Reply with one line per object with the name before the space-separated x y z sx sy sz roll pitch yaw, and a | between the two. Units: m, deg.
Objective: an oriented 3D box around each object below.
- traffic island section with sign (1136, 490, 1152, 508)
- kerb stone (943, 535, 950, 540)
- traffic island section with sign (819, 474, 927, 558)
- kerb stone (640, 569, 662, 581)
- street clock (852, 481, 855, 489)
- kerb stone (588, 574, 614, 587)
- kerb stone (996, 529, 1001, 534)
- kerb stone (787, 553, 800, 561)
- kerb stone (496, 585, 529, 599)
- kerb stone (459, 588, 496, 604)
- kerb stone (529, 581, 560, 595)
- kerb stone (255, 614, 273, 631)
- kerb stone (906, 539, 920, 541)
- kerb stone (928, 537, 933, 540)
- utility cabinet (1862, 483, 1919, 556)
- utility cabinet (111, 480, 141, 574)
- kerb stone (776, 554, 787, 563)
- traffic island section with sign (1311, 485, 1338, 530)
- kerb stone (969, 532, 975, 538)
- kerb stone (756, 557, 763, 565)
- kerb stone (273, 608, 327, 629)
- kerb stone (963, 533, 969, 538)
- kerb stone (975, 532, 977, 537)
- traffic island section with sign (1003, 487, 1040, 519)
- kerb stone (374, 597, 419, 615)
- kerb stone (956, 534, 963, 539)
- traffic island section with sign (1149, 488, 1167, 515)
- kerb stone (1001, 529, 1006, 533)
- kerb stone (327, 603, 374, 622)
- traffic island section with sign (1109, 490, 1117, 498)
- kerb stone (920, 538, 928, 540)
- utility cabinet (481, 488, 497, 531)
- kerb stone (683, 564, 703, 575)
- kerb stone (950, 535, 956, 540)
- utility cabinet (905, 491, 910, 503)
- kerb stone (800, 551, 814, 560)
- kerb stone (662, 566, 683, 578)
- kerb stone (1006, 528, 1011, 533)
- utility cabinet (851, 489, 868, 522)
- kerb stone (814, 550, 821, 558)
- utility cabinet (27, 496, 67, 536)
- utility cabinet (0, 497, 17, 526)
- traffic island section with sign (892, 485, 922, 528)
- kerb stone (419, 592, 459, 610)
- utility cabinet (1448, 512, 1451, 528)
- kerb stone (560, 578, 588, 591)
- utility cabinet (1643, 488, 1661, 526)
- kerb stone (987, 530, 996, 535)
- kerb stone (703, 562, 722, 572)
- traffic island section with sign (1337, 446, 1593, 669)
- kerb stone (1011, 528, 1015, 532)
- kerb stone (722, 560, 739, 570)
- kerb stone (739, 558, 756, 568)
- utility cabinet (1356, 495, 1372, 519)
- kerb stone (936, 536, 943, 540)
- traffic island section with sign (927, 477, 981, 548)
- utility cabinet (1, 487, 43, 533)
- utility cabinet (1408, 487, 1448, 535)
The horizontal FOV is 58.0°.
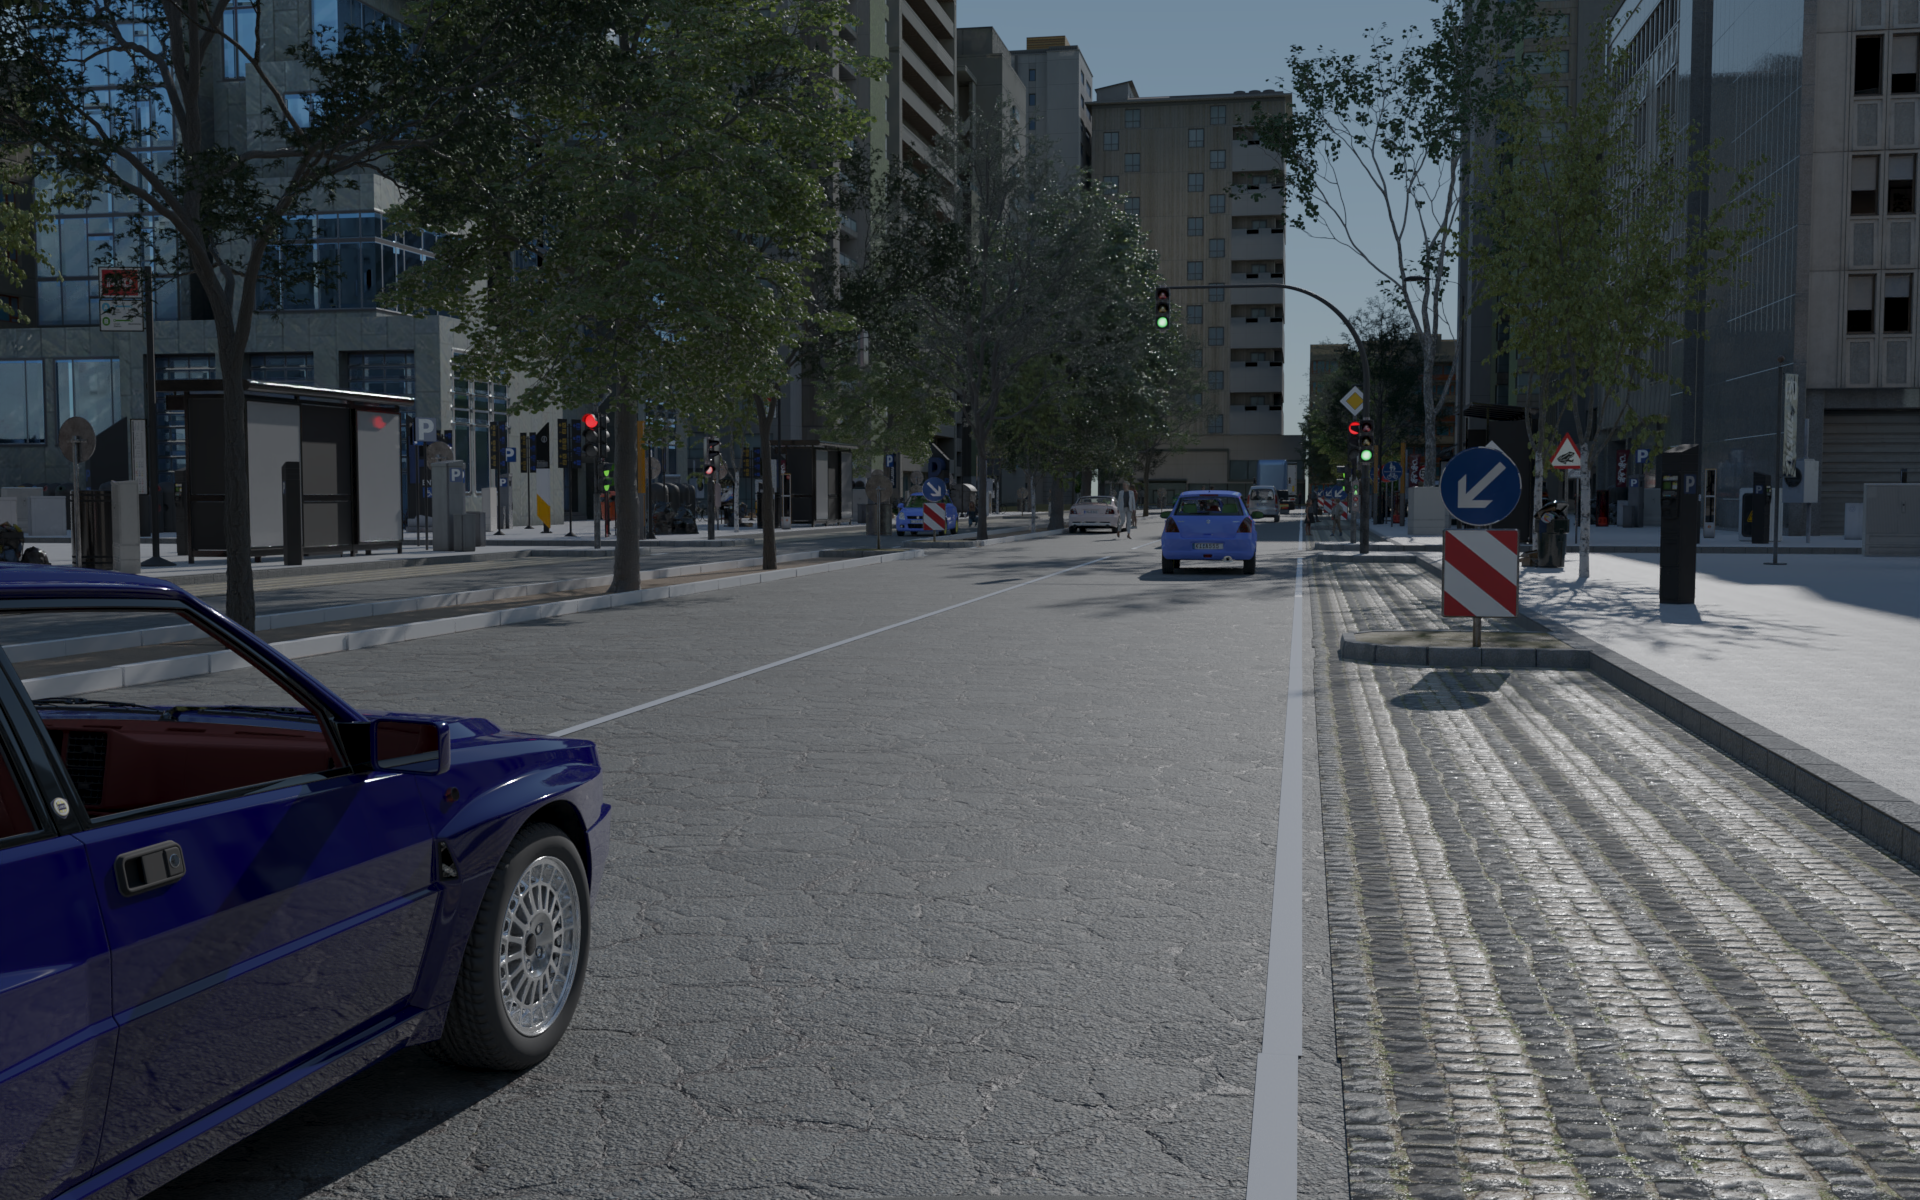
traffic island section with sign | 18.413 -10.194 175.306 1.989 1.847 2.006 1 4 11
kerb stone | -0.553 -1.855 52.529 0.120 0.150 1.000 1 4 11
traffic island section with sign | -2.008 -1.928 39.666 2.006 1.907 1.989 1 4 11
kerb stone | -5.240 -0.405 28.811 0.120 0.150 1.000 1 4 11
street clock | -5.789 -5.379 92.509 0.358 2.002 0.471 1 4 17
kerb stone | -5.638 -0.275 26.807 0.120 0.150 1.000 1 4 11
kerb stone | 1.237 -2.402 61.577 0.120 0.150 1.000 1 4 11
kerb stone | -3.651 -0.896 36.847 0.120 0.150 1.000 1 4 11
kerb stone | -6.233 -0.098 23.797 0.120 0.150 1.000 1 4 11
kerb stone | -6.429 -0.037 22.794 0.120 0.150 1.000 1 4 11
kerb stone | -6.032 -0.156 24.799 0.120 0.150 1.000 1 4 11
kerb stone | -7.422 0.271 17.758 0.120 0.150 1.000 1 4 11
kerb stone | -1.350 -1.606 48.501 0.120 0.150 1.000 1 4 11
kerb stone | -0.951 -1.727 50.520 0.120 0.150 1.000 1 4 11
utility cabinet | 19.144 -1.635 35.419 1.173 1.500 0.318 1 4 16
utility cabinet | -13.413 -1.170 27.815 0.318 1.500 1.173 -2 4 -31
kerb stone | -3.847 -0.829 35.844 0.120 0.150 1.000 1 4 11
traffic island section with sign | 15.054 -3.709 69.274 1.989 1.847 2.006 1 4 11
kerb stone | 0.247 -2.100 56.559 0.120 0.150 1.000 1 4 11
kerb stone | -4.050 -0.767 34.840 0.120 0.150 1.000 1 4 11
kerb stone | -7.223 0.211 18.761 0.120 0.150 1.000 1 4 11
kerb stone | 0.047 -2.038 55.556 0.120 0.150 1.000 1 4 11
kerb stone | 0.439 -2.163 57.563 0.120 0.150 1.000 1 4 11
traffic island section with sign | 3.601 -5.610 100.354 1.989 1.847 2.006 1 4 11
kerb stone | -6.828 0.093 20.775 0.120 0.150 1.000 1 4 11
kerb stone | -0.146 -1.979 54.549 0.120 0.150 1.000 1 4 11
traffic island section with sign | 14.002 -6.882 120.650 2.006 1.907 1.989 1 4 11
kerb stone | 1.431 -2.470 62.581 0.120 0.150 1.000 1 4 11
kerb stone | -7.033 0.148 19.772 0.120 0.150 1.000 1 4 11
traffic island section with sign | 13.127 -8.559 148.565 1.989 1.847 2.006 1 4 11
kerb stone | -1.150 -1.671 49.517 0.120 0.150 1.000 1 4 11
utility cabinet | -16.127 -3.096 59.297 0.318 1.500 1.173 0 4 -5
kerb stone | -4.846 -0.527 30.823 0.120 0.150 1.000 1 4 11
kerb stone | -0.347 -1.912 53.540 0.120 0.150 1.000 1 4 11
utility cabinet | -3.468 -6.551 115.793 0.318 1.500 1.173 0 4 -8
kerb stone | -3.452 -0.957 37.854 0.120 0.150 1.000 1 4 11
kerb stone | -5.046 -0.462 29.818 0.120 0.150 1.000 1 4 11
kerb stone | 1.641 -2.532 63.591 0.120 0.150 1.000 1 4 11
utility cabinet | -4.724 -4.353 79.857 1.173 1.500 0.318 -1 4 -9
kerb stone | -3.252 -1.015 38.856 0.120 0.150 1.000 1 4 11
utility cabinet | -28.143 -2.583 53.388 0.306 1.237 1.020 3 5 45
utility cabinet | -19.724 -1.468 35.158 0.306 1.237 1.020 2 4 35
traffic island section with sign | -1.881 -3.920 72.726 1.989 1.847 2.006 1 4 11
kerb stone | -6.633 0.025 21.793 0.120 0.150 1.000 1 4 11
utility cabinet | 17.827 -3.446 65.025 1.173 1.500 0.318 2 4 31
kerb stone | -5.833 -0.221 25.802 0.120 0.150 1.000 1 4 11
utility cabinet | 27.457 -3.660 68.522 0.318 1.500 1.173 -2 4 -26
kerb stone | 1.039 -2.347 60.574 0.120 0.150 1.000 1 4 11
kerb stone | -4.641 -0.587 31.828 0.120 0.150 1.000 1 4 11
traffic island section with sign | 4.381 -0.404 15.228 1.989 1.847 2.006 1 4 11
kerb stone | 1.832 -2.587 64.596 0.120 0.150 1.000 1 4 11
kerb stone | -4.448 -0.651 32.832 0.120 0.150 1.000 1 4 11
kerb stone | -4.246 -0.706 33.834 0.120 0.150 1.000 1 4 11
utility cabinet | 20.825 -4.788 89.451 0.306 1.237 1.020 -2 4 -24
kerb stone | -0.751 -1.794 51.524 0.120 0.150 1.000 1 4 11
traffic island section with sign | -0.562 -2.373 46.931 2.006 1.907 1.989 1 4 11
utility cabinet | -30.502 -2.916 56.355 1.173 1.500 0.318 -1 4 -17
utility cabinet | 14.578 -2.781 54.147 1.173 1.500 0.318 -1 4 -21
